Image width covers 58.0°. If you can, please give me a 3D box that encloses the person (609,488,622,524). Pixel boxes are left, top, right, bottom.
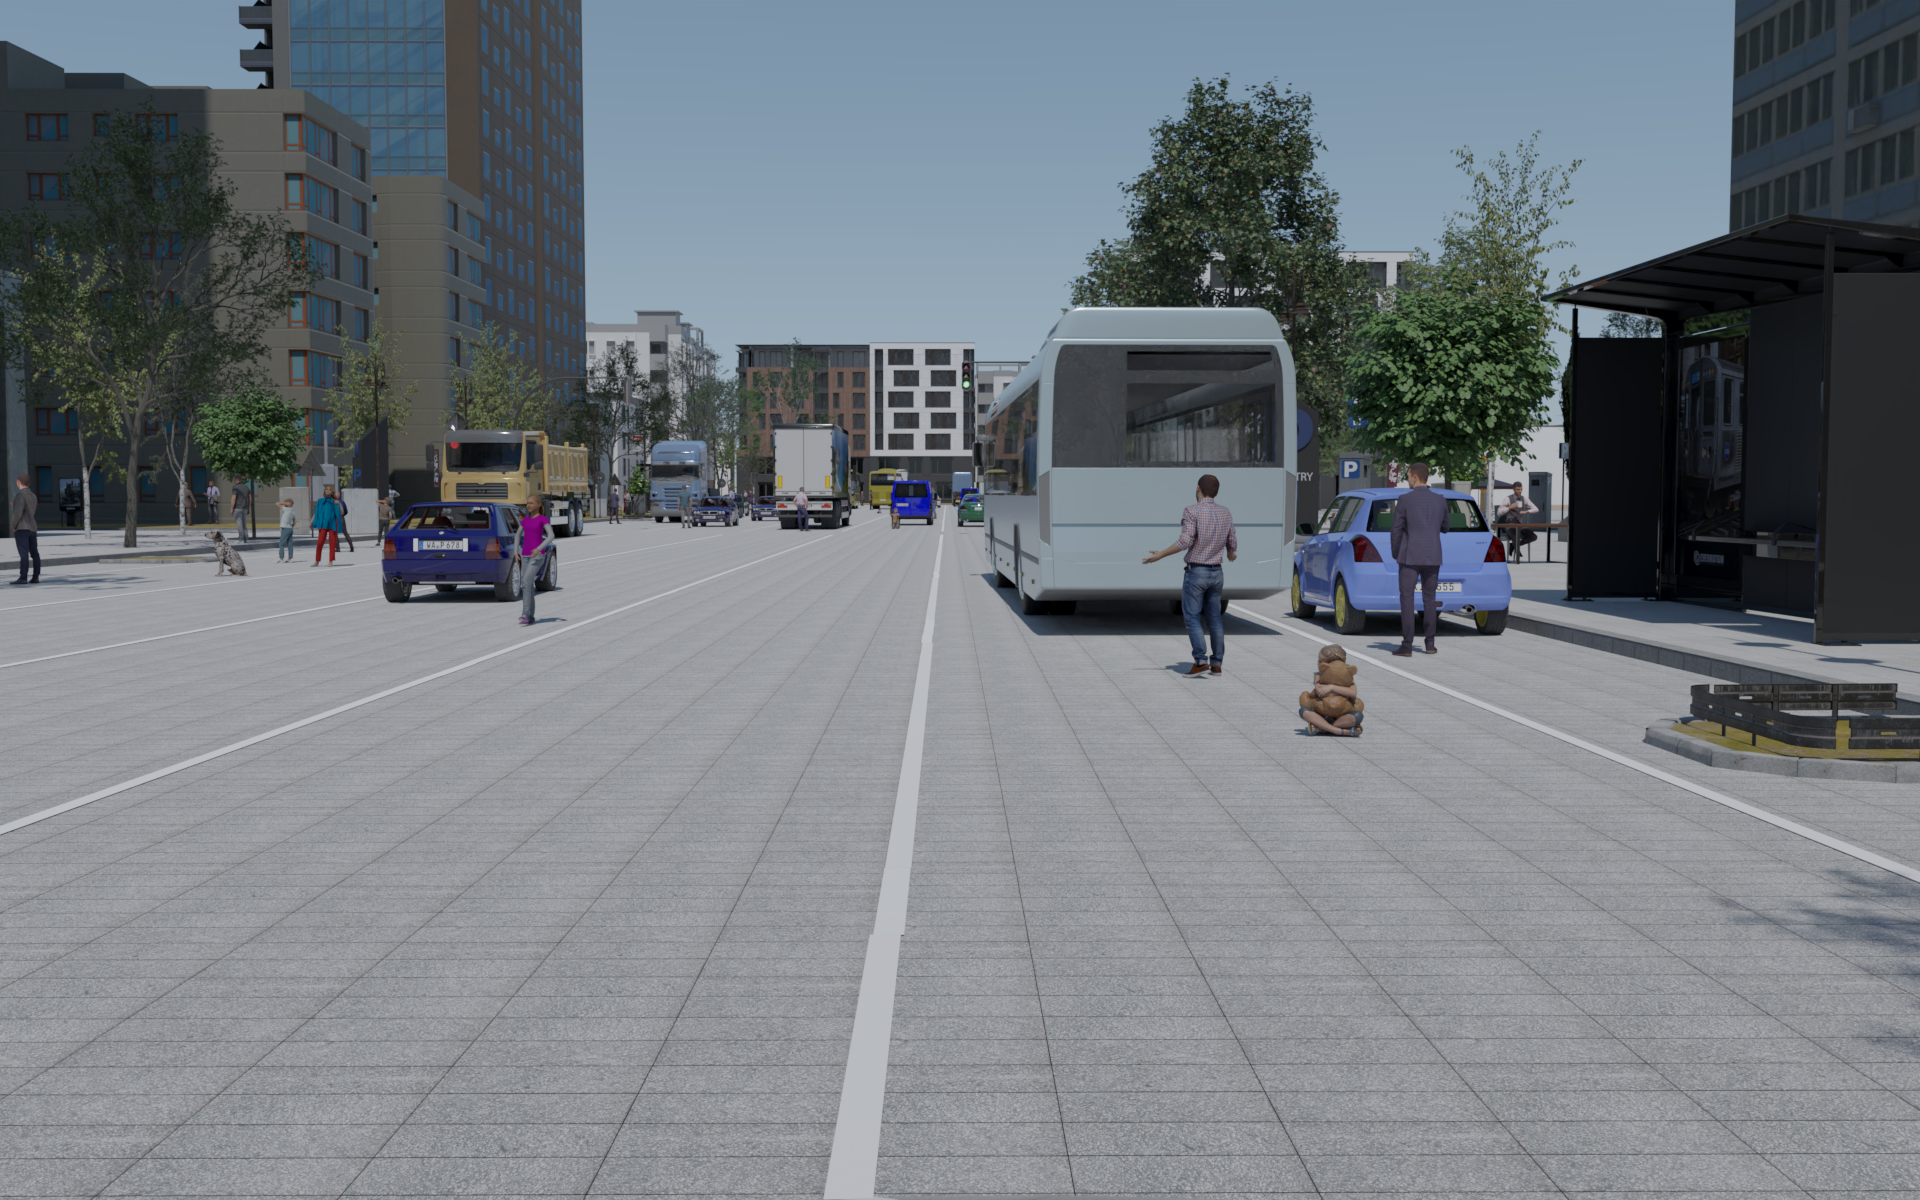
[{"bbox_3d":[-16.429,-4.472,82.544,0.541,1.710,0.530,3,5,45],"label":"person"}]

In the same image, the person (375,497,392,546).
[{"bbox_3d":[-15.936,-2.168,47.858,0.435,1.345,0.340,-2,4,-26],"label":"person"}]

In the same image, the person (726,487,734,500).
[{"bbox_3d":[-13.815,-5.827,103.645,0.599,1.838,0.709,1,4,14],"label":"person"}]

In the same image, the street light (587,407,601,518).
[{"bbox_3d":[-19.370,-7.275,91.727,0.468,5.910,1.993,0,4,0],"label":"street light"}]

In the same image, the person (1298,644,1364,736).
[{"bbox_3d":[2.209,0.531,10.291,0.381,0.543,0.357,1,4,12],"label":"person"}]

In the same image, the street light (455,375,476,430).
[{"bbox_3d":[-19.199,-5.786,67.396,0.468,5.910,1.993,0,4,0],"label":"street light"}]

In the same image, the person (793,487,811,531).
[{"bbox_3d":[-6.039,-3.494,66.558,0.436,1.711,0.756,-3,5,-42],"label":"person"}]

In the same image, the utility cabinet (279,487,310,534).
[{"bbox_3d":[-21.003,-2.810,54.628,1.173,1.500,0.318,3,4,37],"label":"utility cabinet"}]

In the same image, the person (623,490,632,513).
[{"bbox_3d":[-21.088,-6.195,109.804,0.523,1.526,0.387,-1,4,-11],"label":"person"}]

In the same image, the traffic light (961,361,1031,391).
[{"bbox_3d":[2.431,-5.170,59.201,4.771,5.953,1.251,0,4,0],"label":"traffic light"}]

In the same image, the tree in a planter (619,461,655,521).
[{"bbox_3d":[-17.115,-5.801,92.067,1.991,3.239,1.994,0,4,0],"label":"tree in a planter"}]

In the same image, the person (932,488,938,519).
[{"bbox_3d":[-1.500,-5.577,99.809,0.434,1.807,0.598,2,4,35],"label":"person"}]

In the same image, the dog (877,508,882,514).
[{"bbox_3d":[-5.884,-6.564,127.517,0.550,0.427,0.748,1,4,16],"label":"dog"}]

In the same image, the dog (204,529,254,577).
[{"bbox_3d":[-12.631,-0.813,30.125,0.800,0.831,0.513,1,4,14],"label":"dog"}]

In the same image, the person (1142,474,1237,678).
[{"bbox_3d":[1.914,-0.192,13.599,0.963,1.587,0.435,-3,4,-36],"label":"person"}]

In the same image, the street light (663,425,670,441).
[{"bbox_3d":[-19.650,-8.760,116.021,0.468,5.910,1.993,0,4,0],"label":"street light"}]

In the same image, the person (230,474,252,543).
[{"bbox_3d":[-18.755,-2.382,45.112,0.434,1.807,0.598,2,4,35],"label":"person"}]

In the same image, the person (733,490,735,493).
[{"bbox_3d":[-24.825,-11.212,190.072,1.217,1.736,0.721,-2,4,-34],"label":"person"}]

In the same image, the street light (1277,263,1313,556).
[{"bbox_3d":[6.700,-3.796,34.852,0.468,5.910,1.993,0,4,0],"label":"street light"}]

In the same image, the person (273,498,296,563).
[{"bbox_3d":[-14.064,-1.447,36.061,0.340,1.345,0.435,0,4,7],"label":"person"}]

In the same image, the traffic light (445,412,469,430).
[{"bbox_3d":[-17.158,-4.297,59.182,0.839,4.253,0.868,0,4,0],"label":"traffic light"}]

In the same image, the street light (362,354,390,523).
[{"bbox_3d":[-19.232,-5.161,57.171,0.468,5.910,1.993,0,4,0],"label":"street light"}]

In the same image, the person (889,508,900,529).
[{"bbox_3d":[-2.677,-3.351,71.208,0.347,0.859,0.695,1,4,12],"label":"person"}]

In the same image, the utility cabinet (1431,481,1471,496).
[{"bbox_3d":[8.585,-1.328,30.395,0.318,1.500,1.173,0,4,-4],"label":"utility cabinet"}]

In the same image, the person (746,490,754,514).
[{"bbox_3d":[-15.418,-7.206,126.765,0.568,1.767,0.683,2,4,31],"label":"person"}]

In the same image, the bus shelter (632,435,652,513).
[{"bbox_3d":[-21.212,-8.729,120.345,2.179,5.291,8.768,0,4,-1],"label":"bus shelter"}]

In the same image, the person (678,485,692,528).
[{"bbox_3d":[-11.473,-3.897,72.339,0.598,1.807,0.434,0,4,0],"label":"person"}]

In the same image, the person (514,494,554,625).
[{"bbox_3d":[-4.724,-0.435,18.848,0.726,1.435,0.776,1,4,21],"label":"person"}]

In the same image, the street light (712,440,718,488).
[{"bbox_3d":[-19.861,-10.241,140.221,0.468,5.910,1.993,0,4,0],"label":"street light"}]

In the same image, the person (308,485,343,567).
[{"bbox_3d":[-12.464,-1.461,34.092,0.593,1.614,0.444,1,4,12],"label":"person"}]

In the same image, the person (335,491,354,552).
[{"bbox_3d":[-15.291,-1.929,42.734,0.574,1.496,0.600,-2,4,-26],"label":"person"}]

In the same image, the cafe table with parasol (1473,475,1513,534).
[{"bbox_3d":[17.073,-3.191,57.046,2.610,1.966,2.610,3,5,45],"label":"cafe table with parasol"}]

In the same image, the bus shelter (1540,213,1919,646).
[{"bbox_3d":[7.782,-1.613,17.660,1.731,3.624,6.357,0,4,0],"label":"bus shelter"}]

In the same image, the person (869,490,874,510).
[{"bbox_3d":[-8.012,-9.046,156.502,0.705,1.812,1.348,-1,4,-11],"label":"person"}]

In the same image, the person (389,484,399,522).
[{"bbox_3d":[-26.517,-4.513,80.561,0.841,1.734,0.376,-2,4,-29],"label":"person"}]

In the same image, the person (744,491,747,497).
[{"bbox_3d":[-25.148,-11.959,202.518,0.436,1.711,0.756,-1,4,-18],"label":"person"}]

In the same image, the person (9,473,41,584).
[{"bbox_3d":[-15.059,-1.140,27.667,0.750,1.759,0.617,1,4,18],"label":"person"}]

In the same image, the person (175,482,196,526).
[{"bbox_3d":[-31.267,-3.877,69.977,0.990,1.755,0.434,1,4,18],"label":"person"}]

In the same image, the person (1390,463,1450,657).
[{"bbox_3d":[4.096,-0.368,15.430,0.541,1.710,0.530,0,4,3],"label":"person"}]

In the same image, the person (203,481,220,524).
[{"bbox_3d":[-31.563,-4.101,72.956,0.709,1.838,0.599,1,4,14],"label":"person"}]

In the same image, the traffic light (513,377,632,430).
[{"bbox_3d":[-15.126,-5.661,67.217,4.771,5.953,1.251,0,4,0],"label":"traffic light"}]
